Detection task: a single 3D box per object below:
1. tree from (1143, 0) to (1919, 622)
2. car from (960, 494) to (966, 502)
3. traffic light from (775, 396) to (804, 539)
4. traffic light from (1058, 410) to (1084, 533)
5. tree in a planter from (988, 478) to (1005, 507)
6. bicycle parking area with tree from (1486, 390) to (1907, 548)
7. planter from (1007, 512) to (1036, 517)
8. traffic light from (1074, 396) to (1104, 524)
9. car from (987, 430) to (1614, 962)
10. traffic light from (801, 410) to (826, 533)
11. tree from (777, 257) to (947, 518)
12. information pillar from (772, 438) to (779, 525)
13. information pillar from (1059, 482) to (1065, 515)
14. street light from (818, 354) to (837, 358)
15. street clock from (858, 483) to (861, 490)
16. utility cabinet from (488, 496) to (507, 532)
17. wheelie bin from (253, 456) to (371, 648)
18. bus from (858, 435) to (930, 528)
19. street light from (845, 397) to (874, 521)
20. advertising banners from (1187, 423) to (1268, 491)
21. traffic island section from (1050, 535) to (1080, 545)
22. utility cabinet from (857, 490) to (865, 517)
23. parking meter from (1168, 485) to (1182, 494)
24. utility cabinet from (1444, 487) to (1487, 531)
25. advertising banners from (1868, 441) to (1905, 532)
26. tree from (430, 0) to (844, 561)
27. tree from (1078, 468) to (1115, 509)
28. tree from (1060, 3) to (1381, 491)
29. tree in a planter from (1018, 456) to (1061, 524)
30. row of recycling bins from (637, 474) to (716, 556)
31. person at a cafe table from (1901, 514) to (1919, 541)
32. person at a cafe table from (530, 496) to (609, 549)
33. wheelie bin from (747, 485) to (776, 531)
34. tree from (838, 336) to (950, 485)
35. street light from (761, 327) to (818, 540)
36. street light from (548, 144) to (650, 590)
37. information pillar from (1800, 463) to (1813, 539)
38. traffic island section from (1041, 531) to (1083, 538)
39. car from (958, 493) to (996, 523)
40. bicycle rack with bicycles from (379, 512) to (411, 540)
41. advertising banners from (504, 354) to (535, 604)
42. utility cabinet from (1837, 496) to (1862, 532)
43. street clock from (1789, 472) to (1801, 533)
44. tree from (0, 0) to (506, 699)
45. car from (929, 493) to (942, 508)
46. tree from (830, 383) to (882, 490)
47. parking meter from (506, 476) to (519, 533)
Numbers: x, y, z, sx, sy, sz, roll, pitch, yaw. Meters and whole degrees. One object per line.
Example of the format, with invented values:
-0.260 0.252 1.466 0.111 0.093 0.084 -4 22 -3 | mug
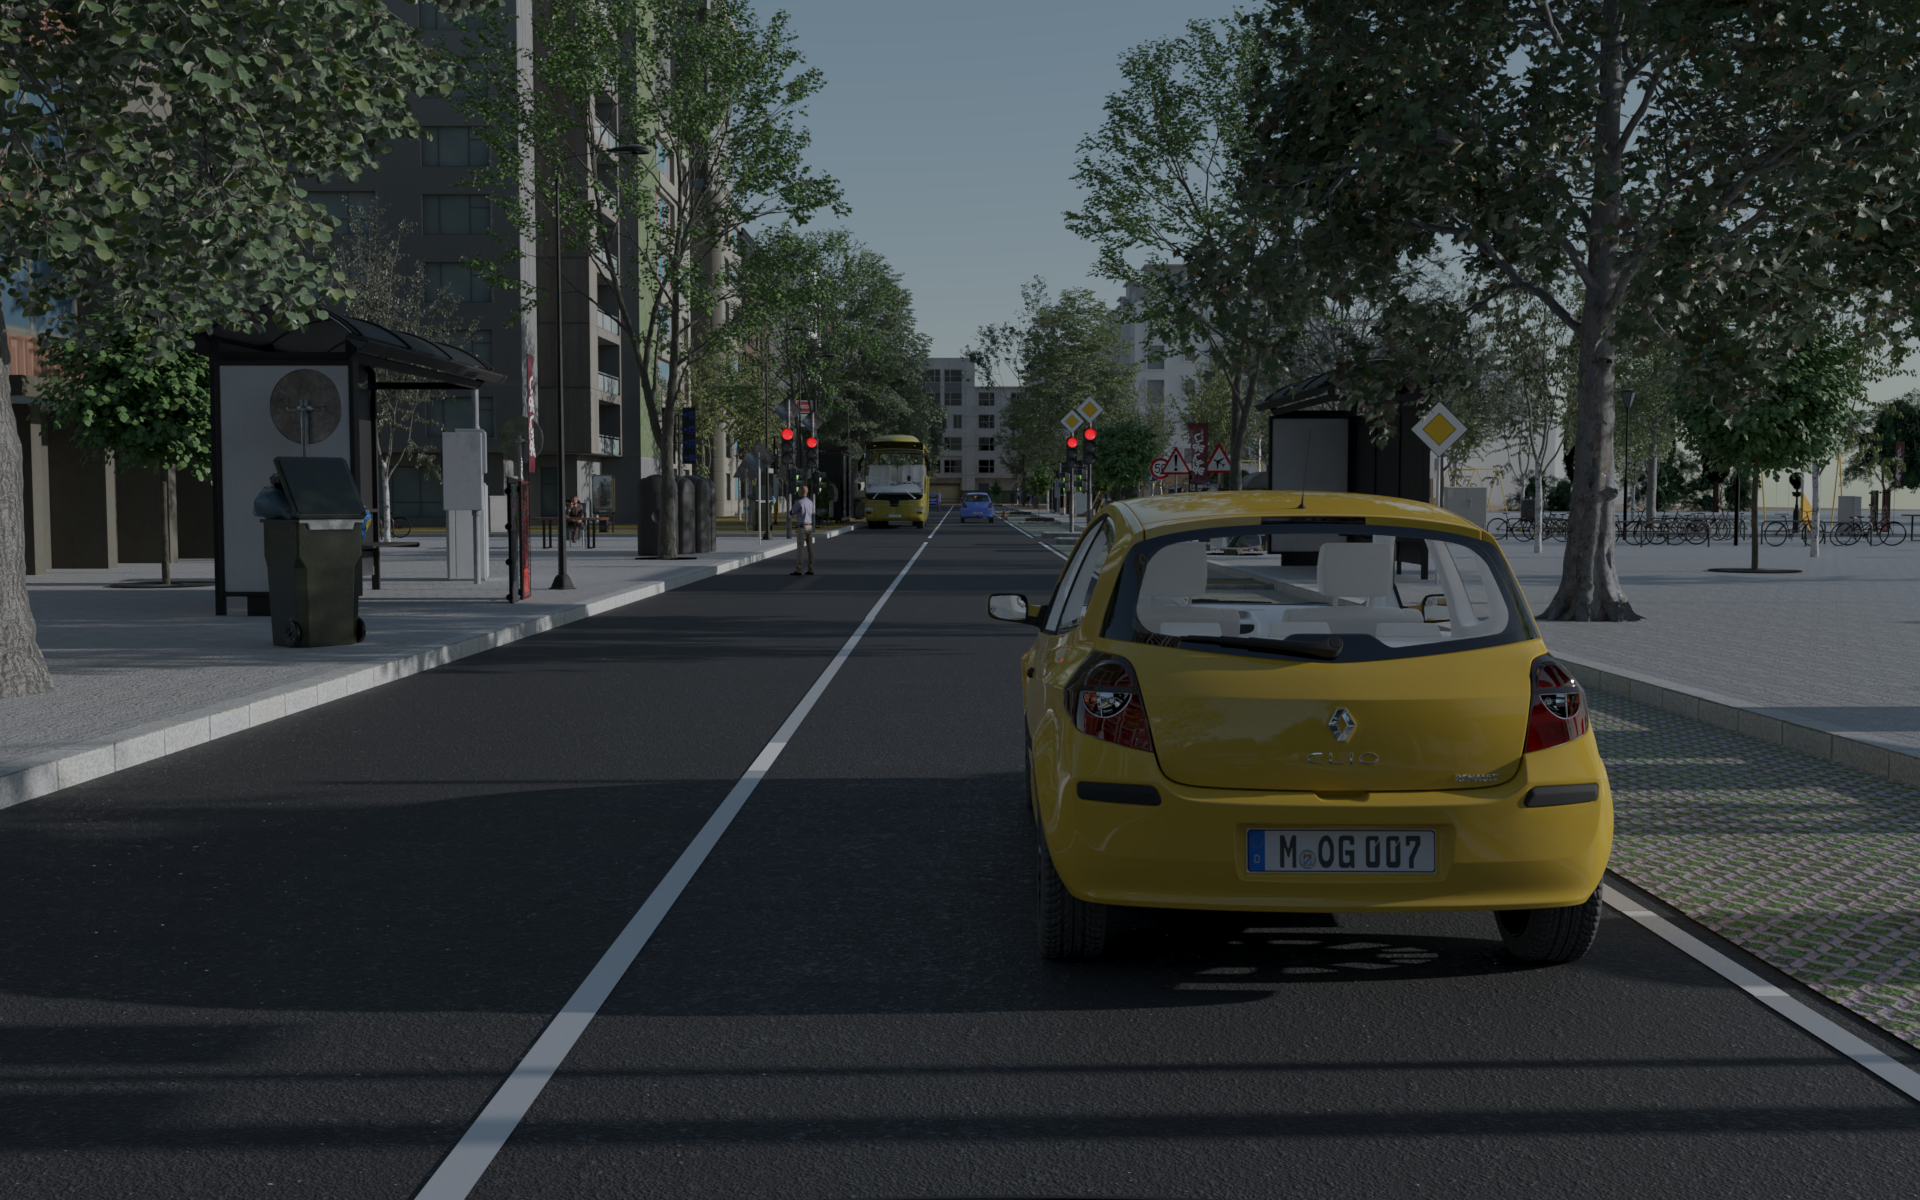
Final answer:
6.572 -6.138 17.362 9.611 12.733 9.660 0 3 0 | tree
1.007 -11.426 195.850 2.155 1.783 4.494 0 4 1 | car
-4.891 -3.712 49.618 0.839 4.253 0.868 0 3 0 | traffic light
3.700 -4.201 57.608 0.839 4.253 0.868 0 3 0 | traffic light
3.898 -11.641 187.552 1.991 3.239 1.994 0 3 0 | tree in a planter
18.993 -3.569 45.354 9.016 4.147 8.231 0 4 5 | bicycle parking area with tree
3.804 -5.419 109.732 1.991 0.319 1.994 0 3 0 | planter
3.690 -3.713 49.623 0.839 4.253 0.868 0 3 0 | traffic light
1.107 0.213 6.746 2.015 1.641 3.980 0 4 1 | car
-4.882 -4.201 57.603 0.839 4.253 0.868 0 3 0 | traffic light
-5.801 -11.439 93.687 9.857 13.997 8.962 0 3 0 | tree
-7.722 -4.970 72.608 0.183 3.616 0.504 1 4 9 | information pillar
6.177 -6.115 104.466 0.304 2.012 0.304 1 4 15 | information pillar
-4.775 -5.200 57.560 1.470 5.913 1.316 0 3 0 | street light
-6.452 -6.395 109.134 0.471 2.002 0.358 0 4 -2 | street clock
-15.522 -2.912 58.765 1.020 1.237 0.306 -3 4 -38 | utility cabinet
-5.525 -0.416 14.702 0.693 1.594 0.980 3 5 41 | wheelie bin
-2.681 -5.130 75.430 2.896 3.916 12.252 0 4 0 | bus
-4.761 -6.710 82.253 1.470 5.913 1.316 0 3 0 | street light
6.591 -2.828 42.430 2.074 3.025 0.090 0 4 4 | advertising banners
3.730 -1.679 49.737 2.009 0.180 2.903 0 3 0 | traffic island section
-5.091 -5.119 92.381 0.318 1.500 1.173 -2 4 -29 | utility cabinet
6.153 -2.520 49.607 0.372 1.533 0.369 0 3 0 | parking meter
14.743 -2.560 50.534 1.173 1.500 0.318 0 4 -5 | utility cabinet
31.271 -3.809 58.462 0.090 3.025 2.074 0 3 0 | advertising banners
-5.840 -6.583 33.387 9.928 11.665 9.643 0 3 0 | tree
5.891 -4.688 71.245 1.663 3.219 1.824 0 3 0 | tree
5.917 -6.739 35.942 9.928 11.665 9.643 0 3 0 | tree
3.761 -5.203 82.291 1.991 3.239 1.994 0 3 0 | tree in a planter
-6.044 -1.851 37.384 1.069 1.692 3.534 1 4 9 | row of recycling bins
26.672 -2.339 46.762 1.622 1.524 1.698 0 4 2 | person at a cafe table
-9.230 -1.855 41.197 1.698 1.238 1.726 0 4 -2 | person at a cafe table
-6.922 -3.197 60.175 0.980 1.594 0.693 -1 4 -22 | wheelie bin
-5.447 -12.546 122.139 9.611 12.733 9.660 0 3 0 | tree
-4.834 -4.626 48.171 1.470 5.913 1.316 0 3 0 | street light
-4.819 -3.097 23.179 1.470 5.913 1.316 0 3 0 | street light
23.968 -3.525 48.981 0.504 3.616 0.183 -2 4 -35 | information pillar
3.740 -2.168 57.722 2.009 0.180 2.903 0 3 0 | traffic island section
0.854 -4.770 87.588 1.945 1.707 3.694 0 4 0 | car
-17.335 -2.193 49.244 2.925 0.926 2.852 0 4 -7 | bicycle rack with bicycles
-5.333 -1.524 21.109 0.090 3.025 2.074 0 4 -5 | advertising banners
30.191 -2.913 58.782 0.306 1.237 1.020 0 4 -1 | utility cabinet
27.465 -3.197 56.841 0.471 2.002 0.358 3 5 43 | street clock
-6.171 -6.355 10.562 9.857 13.997 8.962 0 3 0 | tree
-2.852 -10.535 181.839 1.945 1.707 3.694 0 4 0 | car
-6.621 -9.891 112.081 4.360 8.622 3.978 0 3 0 | tree
-14.664 -3.129 56.864 0.399 1.863 0.255 -1 4 -21 | parking meter
